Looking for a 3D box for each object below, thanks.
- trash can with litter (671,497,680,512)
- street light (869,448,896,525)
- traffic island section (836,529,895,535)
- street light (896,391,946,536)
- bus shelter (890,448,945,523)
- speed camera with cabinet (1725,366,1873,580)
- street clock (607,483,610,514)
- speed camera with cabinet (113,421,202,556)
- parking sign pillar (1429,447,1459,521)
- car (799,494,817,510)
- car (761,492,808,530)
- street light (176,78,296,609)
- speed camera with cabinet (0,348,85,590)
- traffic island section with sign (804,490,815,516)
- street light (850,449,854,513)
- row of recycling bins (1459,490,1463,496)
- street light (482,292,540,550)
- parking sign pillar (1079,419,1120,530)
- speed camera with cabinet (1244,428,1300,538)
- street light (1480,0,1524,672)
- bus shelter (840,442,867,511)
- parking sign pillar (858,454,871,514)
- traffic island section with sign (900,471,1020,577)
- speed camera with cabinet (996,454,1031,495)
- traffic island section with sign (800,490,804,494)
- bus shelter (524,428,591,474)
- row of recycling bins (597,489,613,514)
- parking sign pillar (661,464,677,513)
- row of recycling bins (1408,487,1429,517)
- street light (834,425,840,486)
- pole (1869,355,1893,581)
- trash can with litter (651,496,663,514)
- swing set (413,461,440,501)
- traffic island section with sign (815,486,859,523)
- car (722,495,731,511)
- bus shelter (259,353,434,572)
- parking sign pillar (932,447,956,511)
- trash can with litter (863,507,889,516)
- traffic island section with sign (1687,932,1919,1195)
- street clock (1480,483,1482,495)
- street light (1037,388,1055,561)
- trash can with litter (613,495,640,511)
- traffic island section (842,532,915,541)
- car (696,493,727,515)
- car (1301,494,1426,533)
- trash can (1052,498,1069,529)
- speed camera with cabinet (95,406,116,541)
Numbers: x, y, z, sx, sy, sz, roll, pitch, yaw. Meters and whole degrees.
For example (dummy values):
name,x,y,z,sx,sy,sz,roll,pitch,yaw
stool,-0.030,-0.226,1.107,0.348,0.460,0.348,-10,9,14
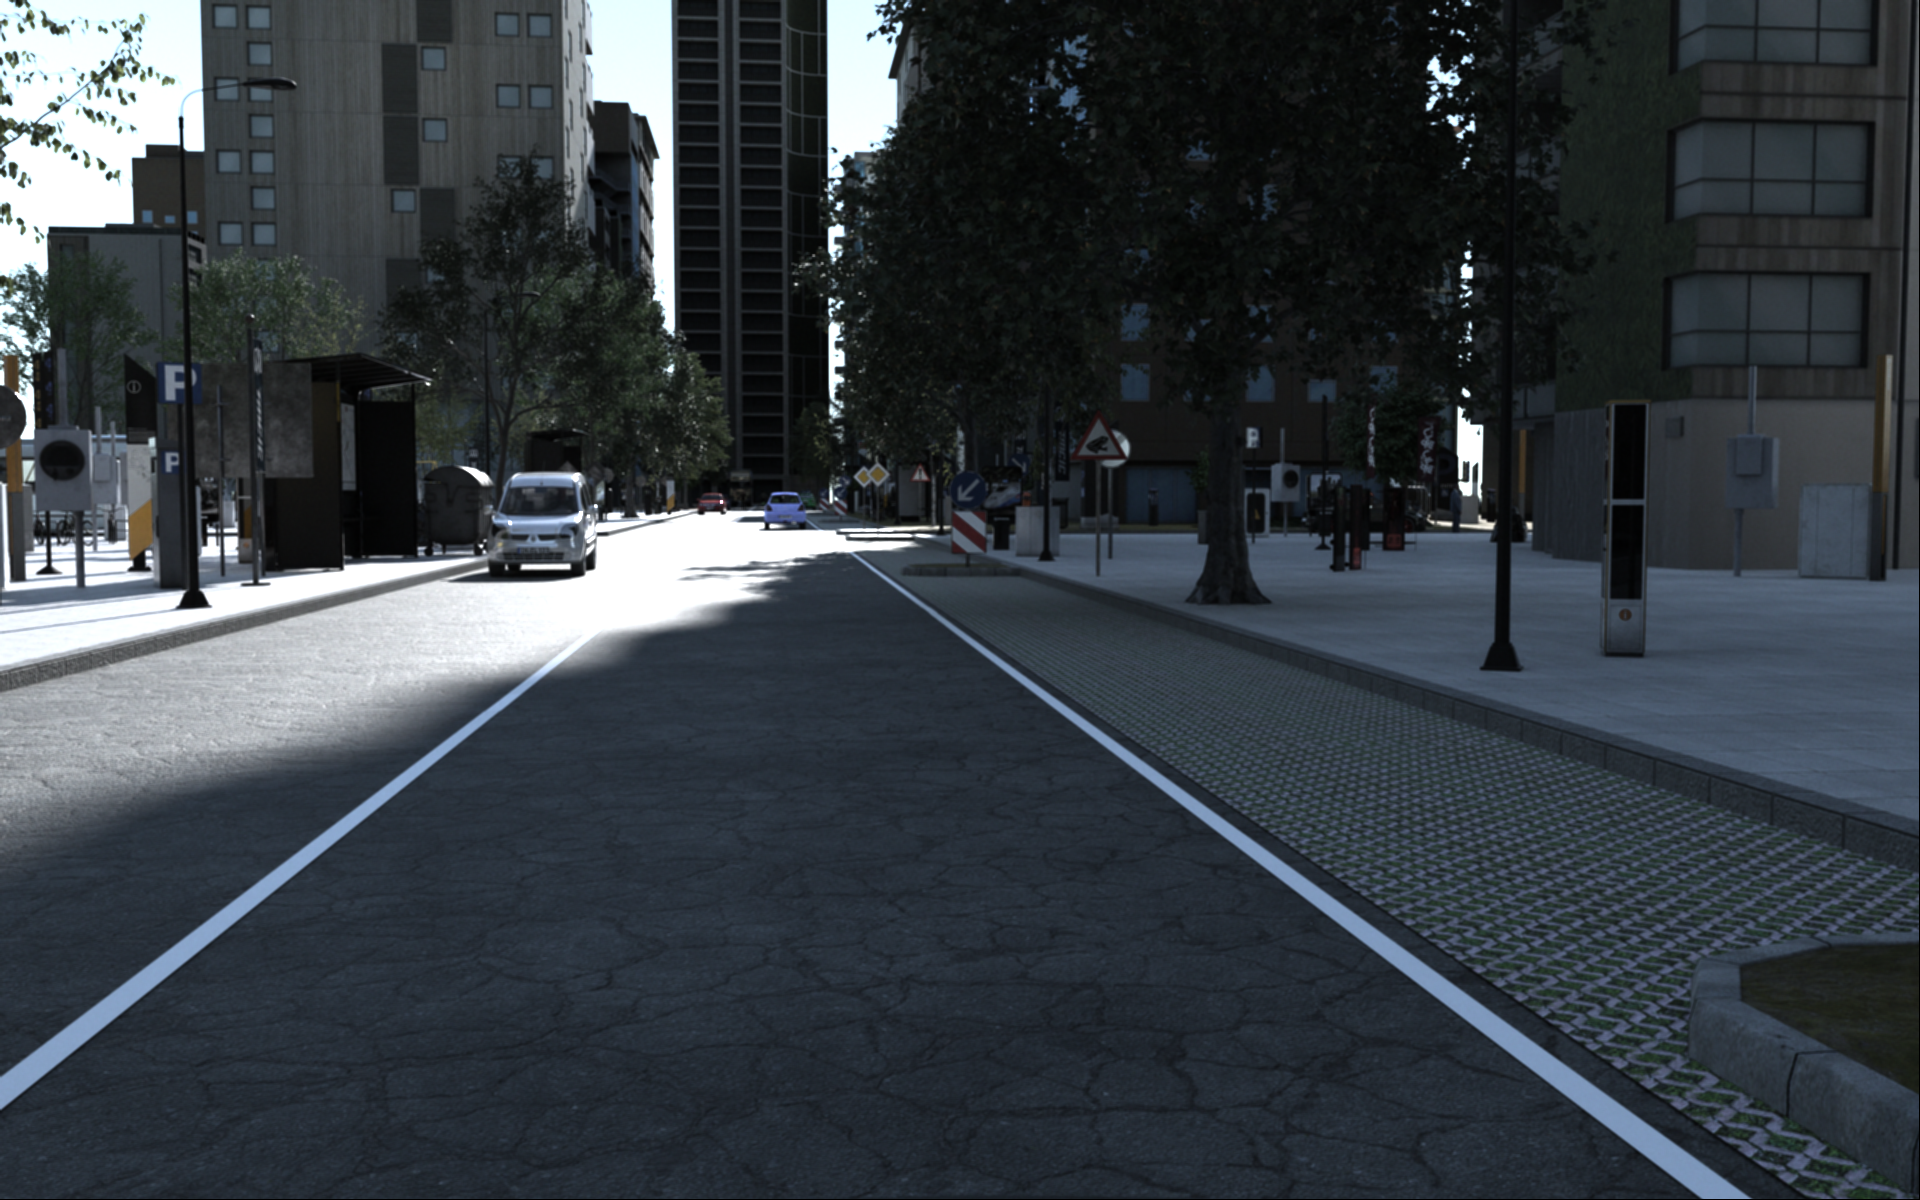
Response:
name,x,y,z,sx,sy,sz,roll,pitch,yaw
trash can with litter,-20.719,-7.020,126.170,0.624,1.170,1.055,-3,5,-40
street light,-3.169,-6.125,72.678,1.470,5.913,1.316,0,4,-6
traffic island section,-3.375,-2.394,61.422,2.009,0.180,2.903,0,4,-6
street light,-1.116,-4.952,53.508,1.470,5.913,1.316,0,4,-6
bus shelter,-1.950,-5.156,78.231,2.014,3.302,5.546,0,4,-6
speed camera with cabinet,12.913,-1.973,26.596,2.038,3.252,0.660,2,4,34
street clock,-22.579,-6.483,110.564,0.471,2.002,0.358,-1,4,-19
speed camera with cabinet,-16.717,-2.560,36.199,2.038,3.252,0.660,2,4,33
parking sign pillar,23.399,-5.819,83.609,1.447,3.967,1.447,1,4,13
car,-13.585,-8.788,152.483,1.959,1.807,4.718,0,4,-5
car,-7.204,-3.763,71.122,1.945,1.707,3.694,0,4,-7
street light,-8.113,-2.868,19.439,1.470,5.913,1.316,0,4,-6
speed camera with cabinet,-12.766,-1.765,23.186,2.038,3.252,0.660,-1,4,-23
traffic island section with sign,-8.987,-6.379,112.920,1.989,1.847,2.006,0,4,-6
street light,-5.297,-7.378,93.179,1.470,5.913,1.316,0,4,-6
row of recycling bins,38.134,-7.834,135.200,1.069,1.692,3.534,-1,4,-12
street light,-10.353,-4.122,39.928,1.470,5.913,1.316,0,4,-6
parking sign pillar,5.018,-4.509,62.196,1.447,3.967,1.447,-1,4,-16
speed camera with cabinet,9.125,-3.500,51.557,2.038,3.252,0.660,-2,4,-25
street light,3.428,-2.441,12.452,1.470,5.913,1.316,0,4,-6
bus shelter,-7.900,-9.340,130.344,2.179,5.291,8.768,0,4,-6
parking sign pillar,-6.013,-7.723,114.741,1.447,3.967,1.447,0,4,3
traffic island section with sign,-0.043,-1.357,30.816,1.989,1.847,2.006,0,4,-6
speed camera with cabinet,2.475,-5.614,86.129,2.038,3.252,0.660,-1,4,-13
traffic island section with sign,-14.416,-9.425,162.729,1.989,1.847,2.006,0,4,-6
bus shelter,-14.878,-4.466,64.296,1.731,3.624,6.357,0,4,-6
row of recycling bins,-23.906,-6.568,114.496,1.069,1.692,3.534,0,4,8
parking sign pillar,-20.238,-7.990,119.104,1.447,3.967,1.447,0,4,-4
row of recycling bins,25.373,-5.457,96.330,1.069,1.692,3.534,2,4,27
street light,-7.680,-8.689,114.611,1.470,5.913,1.316,0,4,-6
pole,13.549,-1.935,25.473,0.158,3.312,0.155,0,3,0
trash can with litter,-19.242,-5.964,108.904,1.055,1.170,0.624,1,4,9
swing set,-26.236,-5.191,82.489,3.119,2.851,2.862,0,4,5
traffic island section with sign,-6.043,-4.725,85.876,1.989,1.847,2.006,0,4,-6
car,-20.728,-8.390,149.750,1.945,1.354,3.894,0,4,-6
bus shelter,-11.120,-2.478,31.797,1.731,3.624,6.357,0,4,-6
parking sign pillar,-0.920,-6.772,99.195,1.447,3.967,1.447,-1,4,-15
trash can with litter,-4.542,-5.511,101.162,2.233,1.210,1.678,0,4,-3
traffic island section with sign,2.877,0.282,4.019,1.989,1.847,2.006,0,4,-6
street clock,35.672,-6.953,118.257,0.358,2.002,0.471,0,4,3
street light,1.120,-3.699,33.019,1.470,5.913,1.316,0,4,-6
trash can with litter,-25.717,-7.477,133.306,2.233,1.210,1.678,0,4,6
traffic island section,-2.510,-1.908,53.484,2.009,0.180,2.903,0,4,-6
car,-17.289,-6.842,120.902,2.155,1.783,4.494,0,4,-4
car,13.782,-3.023,59.217,4.222,1.686,2.009,0,4,-5
trash can,3.678,-3.196,63.906,0.748,1.137,0.748,0,3,0
speed camera with cabinet,-19.092,-2.779,39.773,0.660,3.252,2.038,3,5,44
